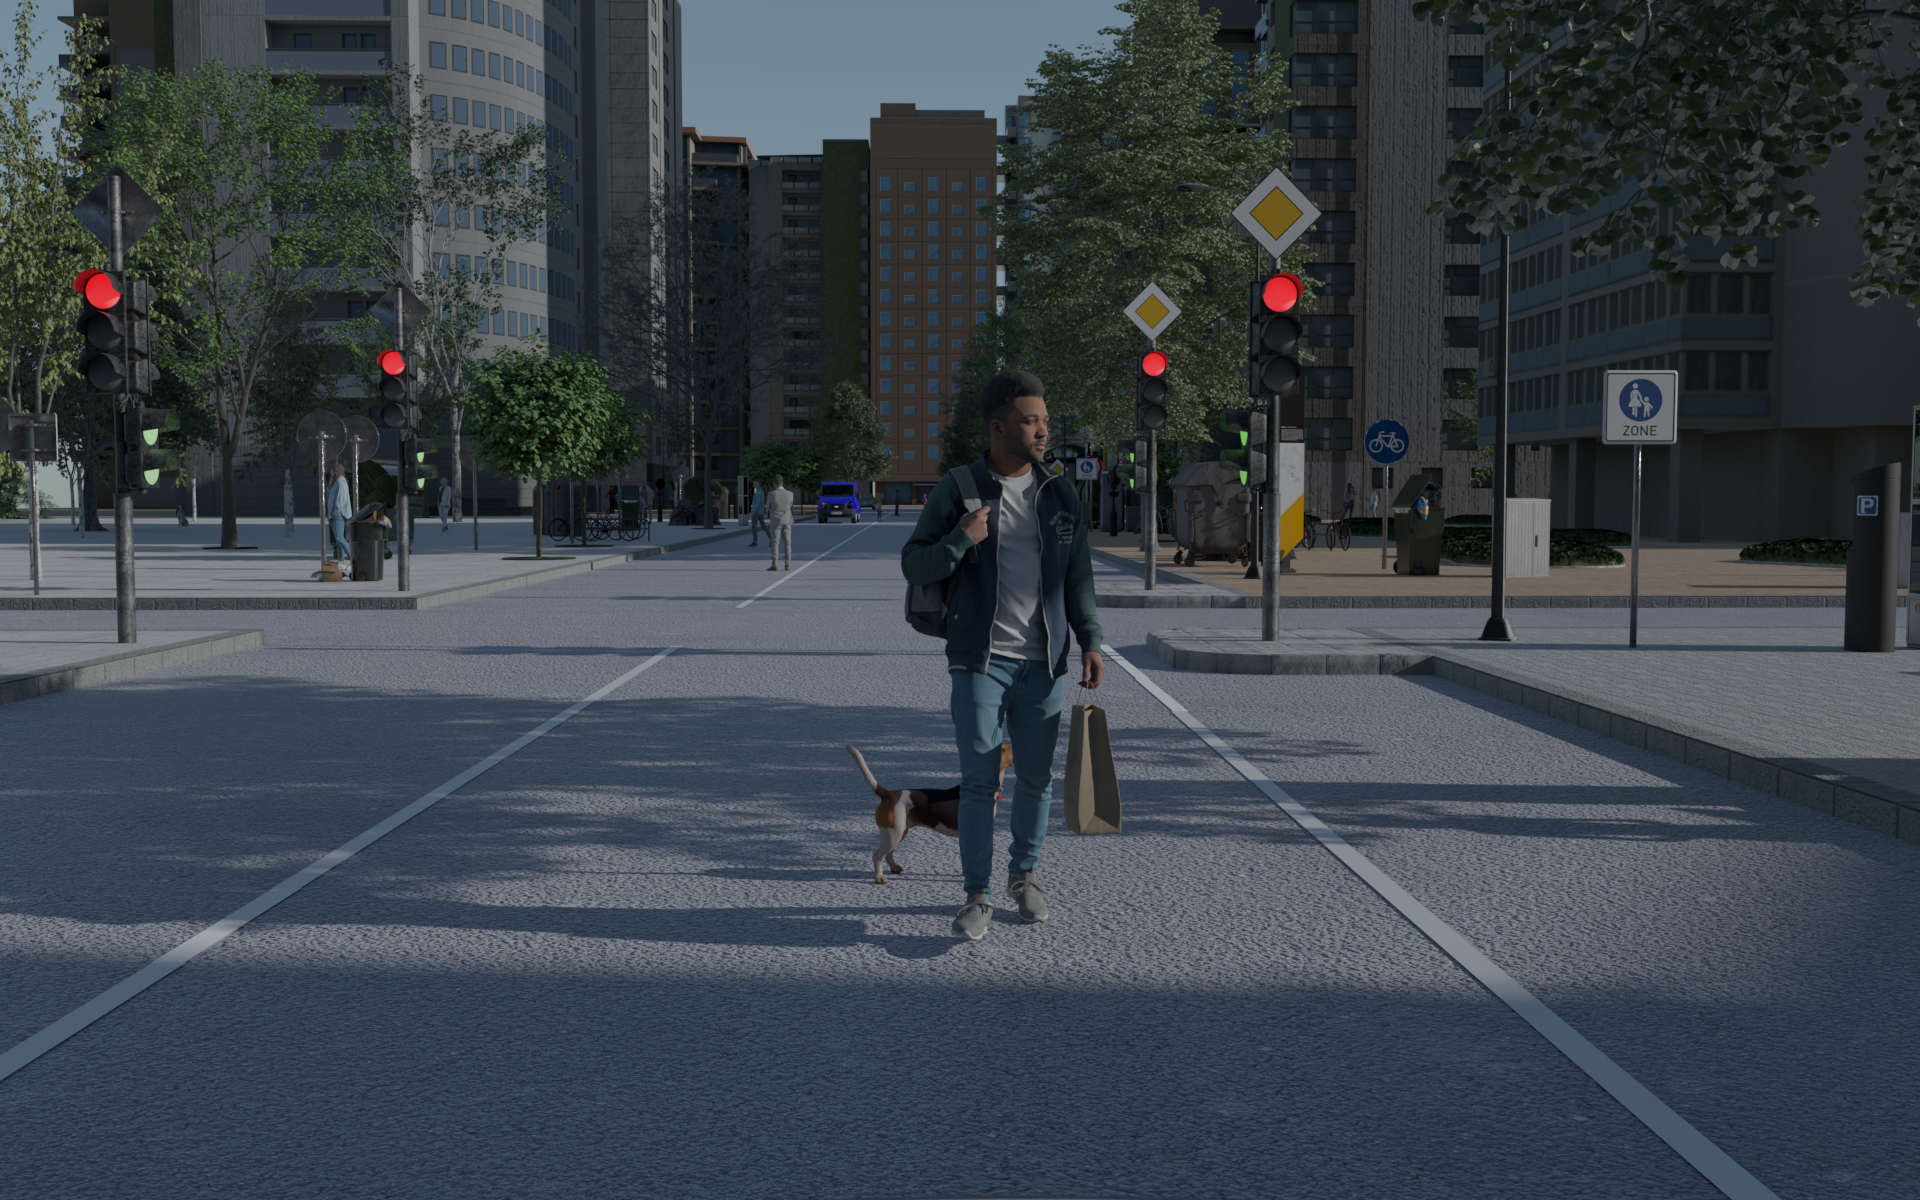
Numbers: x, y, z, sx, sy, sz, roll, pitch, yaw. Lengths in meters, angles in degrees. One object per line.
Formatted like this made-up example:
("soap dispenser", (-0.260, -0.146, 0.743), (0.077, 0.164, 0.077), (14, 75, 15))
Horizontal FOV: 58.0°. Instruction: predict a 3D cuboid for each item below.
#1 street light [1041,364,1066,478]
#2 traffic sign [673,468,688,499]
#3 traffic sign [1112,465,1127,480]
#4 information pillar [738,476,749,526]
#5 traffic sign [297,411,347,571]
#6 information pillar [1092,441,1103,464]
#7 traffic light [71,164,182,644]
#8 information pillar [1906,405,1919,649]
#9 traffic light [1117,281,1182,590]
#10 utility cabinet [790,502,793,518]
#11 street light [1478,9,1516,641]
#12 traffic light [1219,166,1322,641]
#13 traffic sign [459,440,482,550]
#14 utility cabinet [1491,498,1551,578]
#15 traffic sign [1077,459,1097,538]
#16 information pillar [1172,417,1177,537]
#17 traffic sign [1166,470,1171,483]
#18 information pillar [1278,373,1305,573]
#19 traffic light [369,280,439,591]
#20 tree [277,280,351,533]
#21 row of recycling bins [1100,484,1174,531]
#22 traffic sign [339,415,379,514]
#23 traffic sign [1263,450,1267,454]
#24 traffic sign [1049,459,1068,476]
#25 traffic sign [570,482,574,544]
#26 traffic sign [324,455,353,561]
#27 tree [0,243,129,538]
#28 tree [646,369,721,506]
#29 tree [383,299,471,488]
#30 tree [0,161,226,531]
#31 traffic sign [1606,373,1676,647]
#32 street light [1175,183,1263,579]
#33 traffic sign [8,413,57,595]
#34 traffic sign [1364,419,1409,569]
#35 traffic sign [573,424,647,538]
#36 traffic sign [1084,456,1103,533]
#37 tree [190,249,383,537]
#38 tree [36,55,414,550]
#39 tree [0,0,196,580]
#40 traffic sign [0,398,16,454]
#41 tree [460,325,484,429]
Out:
("street light", (3.194, -5.452, 61.681), (1.470, 5.913, 1.316), (0, 4, -1))
("traffic sign", (-13.647, -5.165, 84.550), (0.768, 2.556, 0.104), (0, 4, 5))
("traffic sign", (6.711, -4.432, 72.570), (0.768, 2.556, 0.104), (0, 3, 0))
("information pillar", (-8.750, -4.002, 69.917), (0.304, 2.012, 0.304), (3, 4, 39))
("traffic sign", (-9.737, -1.611, 26.440), (0.768, 2.556, 0.104), (0, 4, 1))
("information pillar", (5.982, -5.124, 75.139), (0.504, 3.616, 0.183), (0, 4, 7))
("traffic light", (-7.160, -1.583, 14.809), (0.839, 4.253, 0.868), (0, 4, -1))
("information pillar", (8.075, -0.600, 14.307), (0.304, 2.012, 0.304), (0, 4, -4))
("traffic light", (2.521, -2.086, 23.026), (0.839, 4.253, 0.868), (0, 4, -1))
("utility cabinet", (-9.659, -5.112, 94.741), (1.020, 1.237, 0.306), (1, 4, 19))
("street light", (4.187, -2.601, 15.063), (1.470, 5.913, 1.316), (0, 4, -1))
("traffic light", (2.698, -1.598, 15.043), (0.839, 4.253, 0.868), (0, 4, -1))
("traffic sign", (-11.064, -2.411, 39.523), (0.768, 2.556, 0.104), (0, 4, 5))
("utility cabinet", (8.709, -0.961, 26.872), (1.020, 1.237, 0.306), (-2, 4, -32))
("traffic sign", (3.657, -2.927, 49.994), (0.606, 2.300, 0.079), (0, 4, 6))
("information pillar", (6.400, -3.680, 51.517), (0.183, 3.616, 0.504), (0, 4, 6))
("traffic sign", (8.416, -4.088, 68.975), (0.606, 2.300, 0.079), (0, 4, -1))
("information pillar", (5.360, -2.251, 28.153), (0.504, 3.616, 0.183), (-1, 4, -23))
("traffic light", (-7.338, -2.072, 22.792), (0.839, 4.253, 0.868), (0, 4, -1))
("tree", (-22.131, -6.527, 57.086), (4.737, 8.622, 4.395), (0, 3, 0))
("row of recycling bins", (6.666, -3.292, 60.933), (3.534, 1.692, 1.069), (-1, 4, -15))
("traffic sign", (-9.765, -1.706, 27.994), (0.768, 2.556, 0.104), (0, 4, 1))
("traffic sign", (8.690, -2.930, 48.011), (0.768, 2.556, 0.104), (0, 4, 4))
("traffic sign", (3.660, -3.963, 64.520), (0.795, 2.593, 0.064), (0, 4, 7))
("traffic sign", (-10.063, -2.738, 44.879), (0.768, 2.556, 0.104), (0, 4, 3))
("traffic sign", (-11.937, -1.902, 33.226), (0.606, 2.300, 0.079), (0, 3, 0))
("tree", (-25.757, -6.109, 50.247), (4.360, 8.622, 3.978), (0, 3, 0))
("tree", (-15.457, -8.856, 95.153), (4.360, 8.622, 3.978), (0, 3, 0))
("tree", (-20.466, -6.982, 64.520), (4.360, 8.622, 3.978), (0, 3, 0))
("tree", (-30.130, -8.737, 59.860), (9.611, 12.733, 9.660), (0, 3, 0))
("traffic sign", (5.629, -0.752, 14.418), (0.606, 2.300, 0.079), (0, 4, -1))
("street light", (3.919, -3.274, 26.070), (1.470, 5.913, 1.316), (0, 4, -1))
("traffic sign", (-11.726, -1.211, 21.932), (0.606, 2.300, 0.079), (0, 4, 0))
("traffic sign", (7.266, -1.803, 29.584), (0.768, 2.556, 0.104), (0, 4, 2))
("traffic sign", (-10.211, -3.449, 50.269), (2.265, 3.308, 0.079), (0, 4, 5))
("traffic sign", (4.373, -3.521, 57.667), (0.768, 2.556, 0.104), (0, 4, 7))
("tree", (-20.236, -6.187, 51.514), (4.360, 8.622, 3.978), (0, 3, 0))
("tree", (-16.951, -7.001, 40.218), (9.928, 11.665, 9.643), (0, 3, 0))
("tree", (-13.725, -4.617, 25.844), (4.737, 8.622, 4.395), (0, 3, 0))
("traffic sign", (-12.558, -1.367, 22.450), (0.768, 2.556, 0.104), (0, 4, 6))
("tree", (-28.763, -10.189, 92.345), (9.928, 11.665, 9.643), (0, 3, 0))
